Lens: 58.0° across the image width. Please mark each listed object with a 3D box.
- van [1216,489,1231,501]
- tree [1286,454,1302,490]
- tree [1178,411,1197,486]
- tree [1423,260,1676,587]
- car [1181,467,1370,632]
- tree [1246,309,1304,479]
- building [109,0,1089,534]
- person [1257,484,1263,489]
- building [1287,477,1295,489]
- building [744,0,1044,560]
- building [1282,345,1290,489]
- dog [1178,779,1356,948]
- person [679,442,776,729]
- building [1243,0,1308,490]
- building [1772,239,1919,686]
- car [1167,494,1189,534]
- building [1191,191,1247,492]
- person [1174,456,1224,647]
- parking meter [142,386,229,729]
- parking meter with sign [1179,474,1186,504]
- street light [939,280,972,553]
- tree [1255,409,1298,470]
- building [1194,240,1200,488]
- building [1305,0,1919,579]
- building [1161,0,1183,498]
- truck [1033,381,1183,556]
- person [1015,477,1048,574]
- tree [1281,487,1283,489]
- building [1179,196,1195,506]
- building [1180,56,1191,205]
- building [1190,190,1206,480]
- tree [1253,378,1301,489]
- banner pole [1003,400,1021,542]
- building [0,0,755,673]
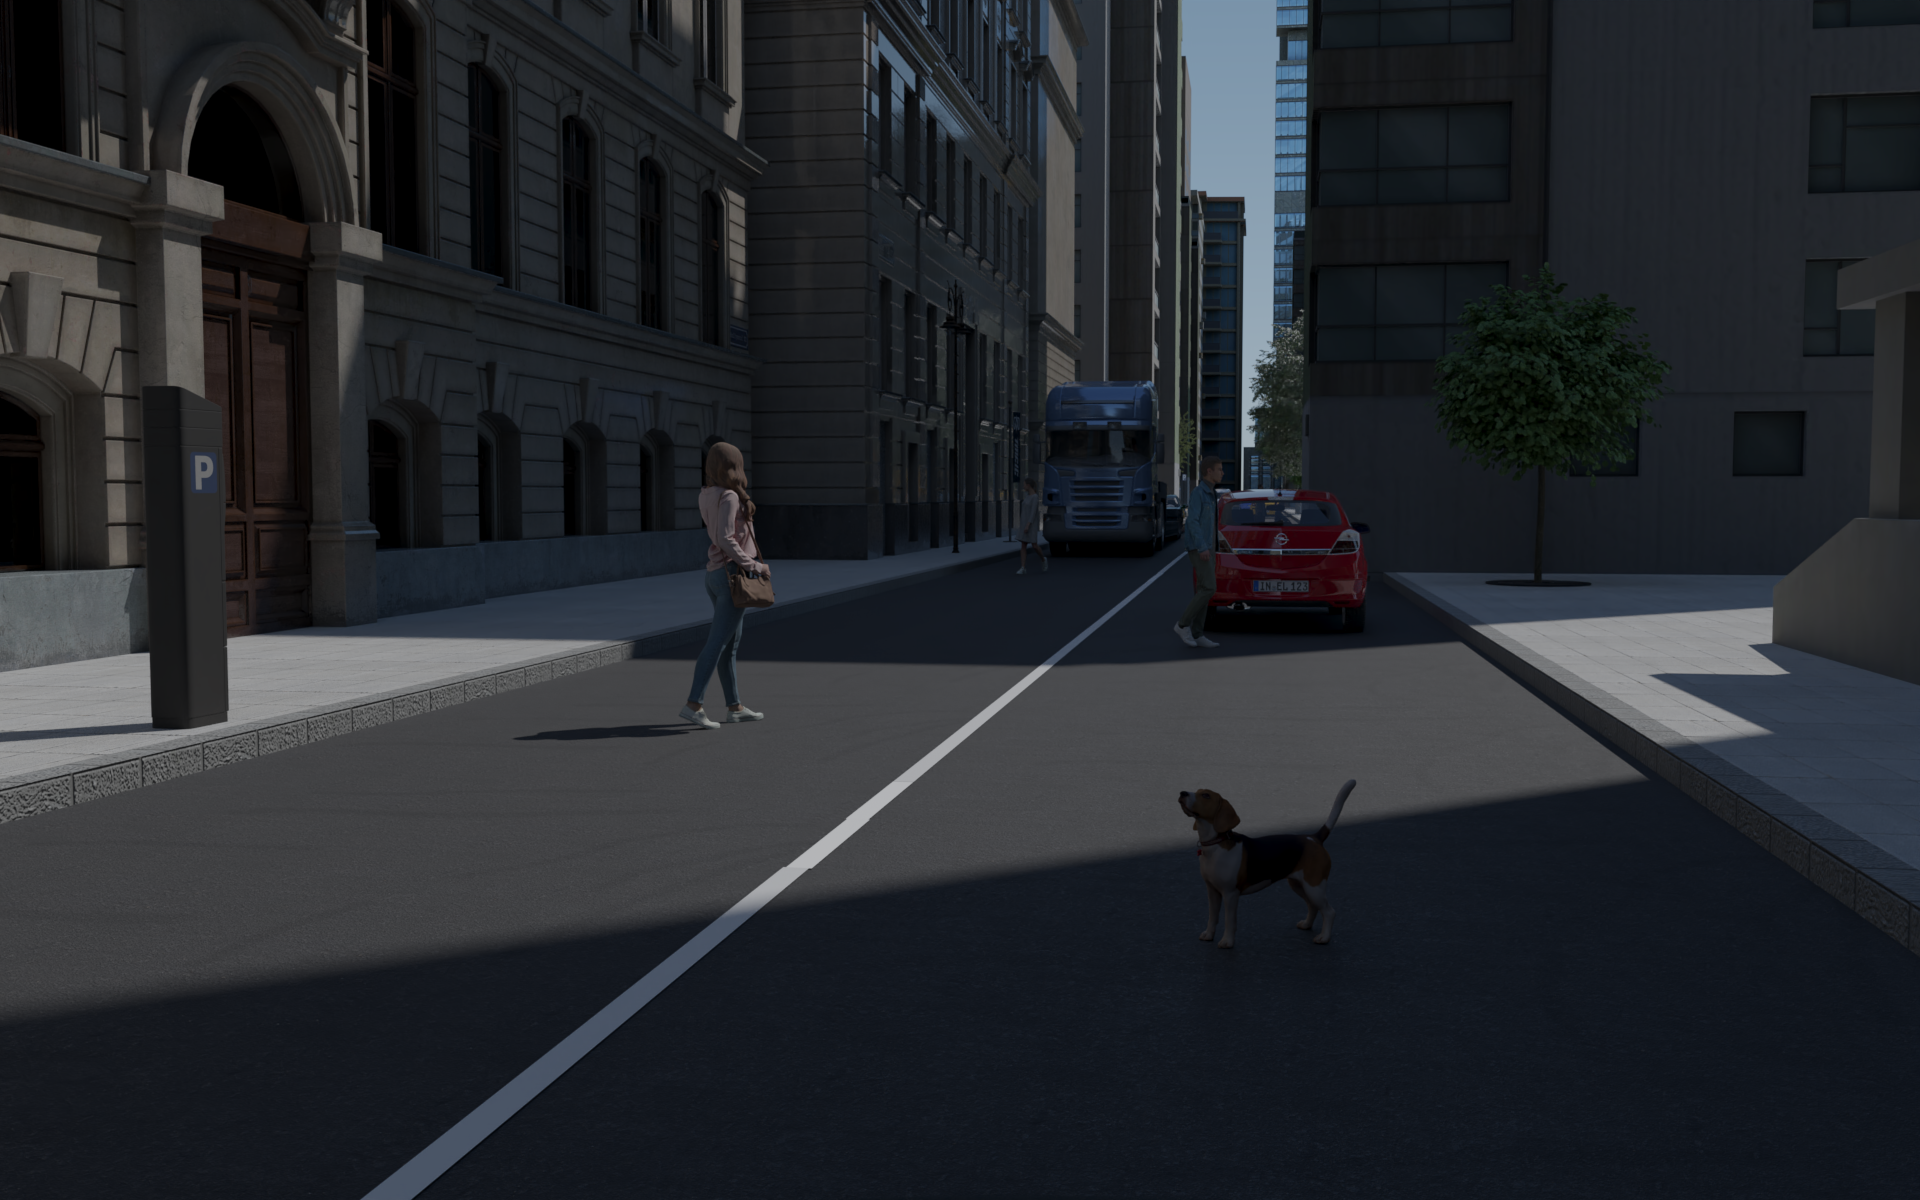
[{"bbox_3d":[21.331,-8.192,140.953,2.013,2.044,4.112,1,4,10],"label":"van"},{"bbox_3d":[24.684,-8.458,122.007,4.285,4.588,4.351,0,3,0],"label":"tree"},{"bbox_3d":[18.264,-12.056,147.478,4.737,8.622,4.395,0,3,0],"label":"tree"},{"bbox_3d":[8.202,-2.487,24.379,4.285,4.588,4.351,0,3,0],"label":"tree"},{"bbox_3d":[3.569,-0.644,19.564,2.155,1.783,4.494,1,4,9],"label":"car"},{"bbox_3d":[22.947,-12.633,113.198,9.857,13.997,8.962,0,3,0],"label":"tree"},{"bbox_3d":[-12.802,-15.233,68.147,34.723,24.649,14.460,1,4,10],"label":"building"},{"bbox_3d":[11.106,-3.384,63.932,0.767,1.812,0.694,1,4,13],"label":"person"},{"bbox_3d":[48.690,-29.238,169.918,32.217,40.220,23.993,1,4,10],"label":"building"},{"bbox_3d":[-5.291,-15.186,45.559,12.463,27.353,25.104,1,4,10],"label":"building"},{"bbox_3d":[53.575,-22.366,210.721,27.650,21.520,28.899,1,4,10],"label":"building"},{"bbox_3d":[0.984,0.841,5.540,0.406,0.507,0.540,2,4,31],"label":"dog"},{"bbox_3d":[-1.486,-0.100,10.726,0.643,1.750,0.593,-2,4,-29],"label":"person"},{"bbox_3d":[55.821,-56.864,242.397,31.000,86.520,22.319,1,4,10],"label":"building"},{"bbox_3d":[21.699,-19.099,4.153,32.217,40.220,23.993,1,4,10],"label":"building"},{"bbox_3d":[7.416,-3.202,64.155,2.131,1.459,4.920,1,4,10],"label":"car"},{"bbox_3d":[26.206,-36.297,248.074,28.867,44.769,22.147,1,4,10],"label":"building"},{"bbox_3d":[2.237,-0.447,16.158,0.444,1.785,0.601,2,4,29],"label":"person"},{"bbox_3d":[-4.279,-0.237,9.589,0.255,1.863,0.399,1,4,12],"label":"parking meter"},{"bbox_3d":[19.236,-9.639,153.861,0.543,3.016,1.738,-3,5,-44],"label":"parking meter with sign"},{"bbox_3d":[-0.093,-3.958,37.505,0.468,5.910,1.993,1,4,10],"label":"street light"},{"bbox_3d":[30.351,-13.398,153.469,8.767,10.594,7.601,-1,4,-10],"label":"tree"},{"bbox_3d":[18.922,-25.591,190.106,14.160,30.474,14.107,1,4,10],"label":"building"},{"bbox_3d":[13.816,-15.994,33.197,14.160,30.474,14.107,1,4,10],"label":"building"},{"bbox_3d":[3.697,-24.633,86.350,14.154,41.232,14.086,1,4,10],"label":"building"},{"bbox_3d":[4.479,-3.505,47.068,2.967,4.110,18.799,1,4,10],"label":"truck"},{"bbox_3d":[1.274,-1.340,31.158,0.466,1.731,0.760,3,4,37],"label":"person"},{"bbox_3d":[43.032,-14.336,228.994,1.663,3.219,1.824,0,3,0],"label":"tree"},{"bbox_3d":[14.248,-23.881,162.154,14.160,30.474,14.107,1,4,10],"label":"building"},{"bbox_3d":[16.087,-32.147,175.720,14.600,45.320,14.200,1,4,10],"label":"building"},{"bbox_3d":[18.116,-31.947,214.220,23.993,40.220,32.217,1,4,10],"label":"building"},{"bbox_3d":[28.169,-13.340,143.872,9.928,11.665,9.643,0,3,0],"label":"tree"},{"bbox_3d":[1.443,-3.441,46.283,0.401,3.779,0.863,2,4,27],"label":"banner pole"},{"bbox_3d":[-11.788,-12.038,15.906,14.460,24.649,34.723,1,4,10],"label":"building"}]
